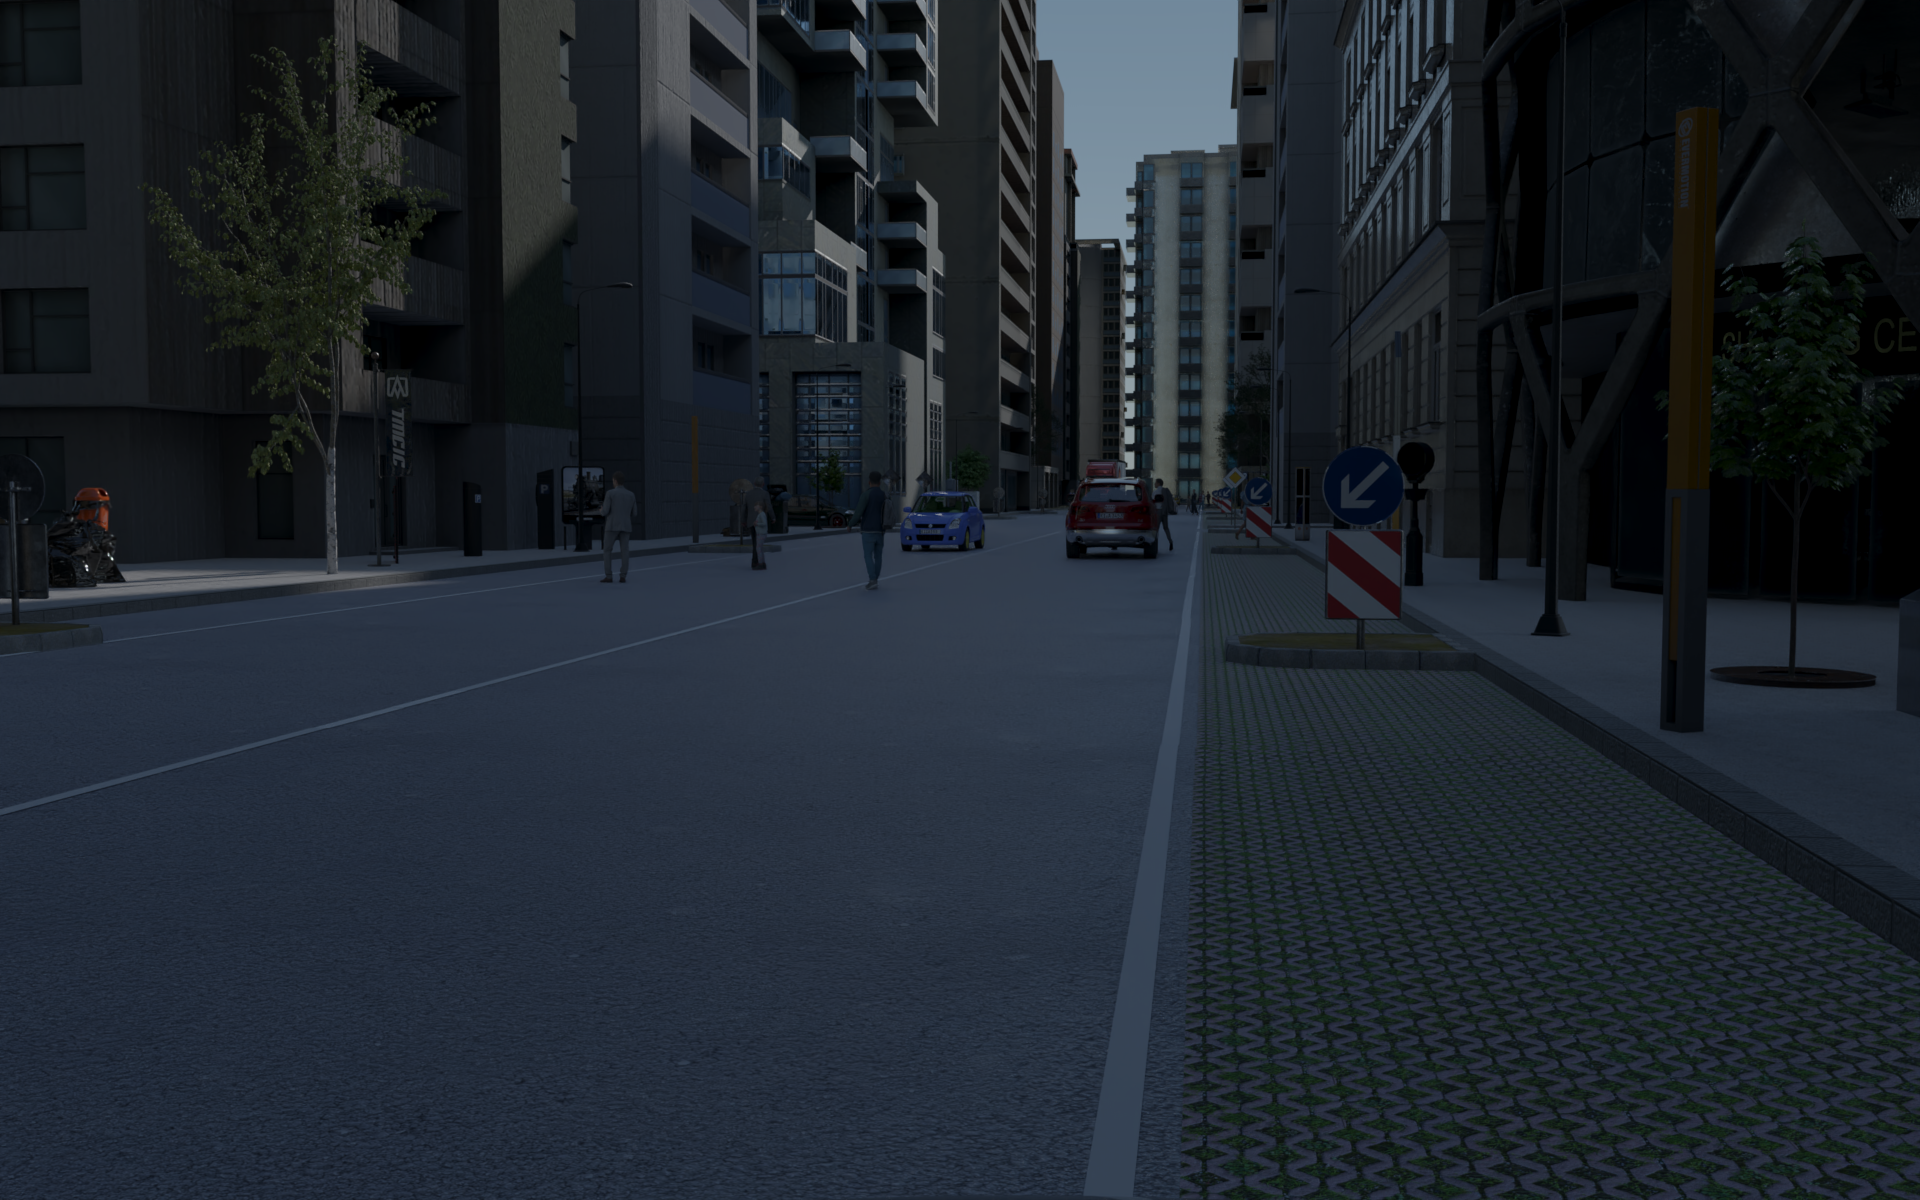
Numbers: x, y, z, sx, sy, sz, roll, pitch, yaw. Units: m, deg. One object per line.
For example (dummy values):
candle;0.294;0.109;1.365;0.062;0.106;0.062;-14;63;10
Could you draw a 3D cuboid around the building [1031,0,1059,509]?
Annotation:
building;-1.400;-44.102;159.325;20.563;71.187;20.611;0;4;8

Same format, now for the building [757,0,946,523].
building;-12.096;-47.409;87.803;22.319;86.520;31.000;0;4;8

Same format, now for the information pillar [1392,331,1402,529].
information pillar;6.234;-2.042;24.742;0.183;3.616;0.504;1;4;12

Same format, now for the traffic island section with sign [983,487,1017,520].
traffic island section with sign;2.215;-5.465;97.973;1.989;1.847;2.006;0;4;8

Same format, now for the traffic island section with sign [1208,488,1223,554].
traffic island section with sign;7.053;-2.022;41.686;1.989;1.847;2.006;0;4;8

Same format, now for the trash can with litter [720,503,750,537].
trash can with litter;-6.746;-2.486;52.026;1.055;1.170;0.624;2;4;30

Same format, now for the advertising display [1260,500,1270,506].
advertising display;16.851;-5.551;95.972;0.974;1.923;0.123;-2;4;-35

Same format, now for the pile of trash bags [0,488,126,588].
pile of trash bags;-13.032;-0.932;24.999;1.912;1.369;3.447;-1;4;-8

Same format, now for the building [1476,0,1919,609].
building;15.648;-9.528;23.233;16.820;18.784;16.811;0;4;8

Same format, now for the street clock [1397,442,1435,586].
street clock;6.339;-1.196;24.129;0.358;2.002;0.471;-3;5;-43

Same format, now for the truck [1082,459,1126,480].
truck;11.924;-9.365;142.028;2.839;4.237;11.283;1;4;10

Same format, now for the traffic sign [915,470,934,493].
traffic sign;-1.511;-4.278;73.589;0.795;2.450;0.064;0;4;8

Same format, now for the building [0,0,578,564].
building;-17.495;-16.239;37.212;14.160;30.474;14.107;0;4;8

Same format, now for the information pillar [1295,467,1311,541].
information pillar;9.405;-2.631;47.516;0.304;2.012;0.304;-3;5;-43

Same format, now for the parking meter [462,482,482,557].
parking meter;-10.034;-1.666;35.649;0.372;1.533;0.369;0;3;0

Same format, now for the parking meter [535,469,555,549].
parking meter;-9.624;-2.108;40.178;0.399;1.863;0.255;0;4;-2

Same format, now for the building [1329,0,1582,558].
building;18.876;-13.083;47.183;16.112;22.955;30.059;0;4;8

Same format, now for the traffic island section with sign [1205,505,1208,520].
traffic island section with sign;14.780;-5.389;96.739;1.989;1.847;2.006;0;4;8

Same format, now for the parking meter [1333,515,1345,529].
parking meter;10.565;-2.600;48.229;0.255;1.863;0.399;2;4;24

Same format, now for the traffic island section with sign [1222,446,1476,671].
traffic island section with sign;3.309;-0.389;14.991;1.989;1.847;2.006;0;4;8

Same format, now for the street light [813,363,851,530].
street light;-4.550;-5.454;61.712;1.470;5.913;1.316;0;4;8

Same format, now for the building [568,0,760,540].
building;-21.521;-31.481;56.708;28.212;58.520;21.231;0;4;8

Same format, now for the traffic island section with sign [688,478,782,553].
traffic island section with sign;-5.507;-2.098;42.930;1.989;1.847;2.006;0;4;8

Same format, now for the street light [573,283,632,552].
street light;-7.886;-4.020;38.274;1.470;5.913;1.316;0;4;8

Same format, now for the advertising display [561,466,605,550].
advertising display;-8.645;-2.112;39.753;0.974;1.923;0.123;-1;4;-20

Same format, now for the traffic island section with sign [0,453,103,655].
traffic island section with sign;-9.259;-0.465;16.226;1.989;1.847;2.006;0;4;8

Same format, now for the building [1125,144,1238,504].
building;38.366;-37.920;239.599;30.456;49.044;23.786;0;4;8

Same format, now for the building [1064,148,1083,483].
building;1.508;-34.217;214.079;28.867;44.769;22.147;0;4;8

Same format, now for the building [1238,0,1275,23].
building;33.632;-32.724;124.271;28.713;52.752;27.495;0;4;8

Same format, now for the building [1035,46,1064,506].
building;3.119;-32.227;177.025;14.600;45.320;14.200;0;4;8

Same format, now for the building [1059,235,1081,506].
building;5.820;-25.699;191.874;14.160;30.474;14.107;0;4;8

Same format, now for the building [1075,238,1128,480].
building;11.628;-33.998;247.747;23.993;40.220;32.217;0;4;8

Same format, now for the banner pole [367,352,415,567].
banner pole;-10.088;-2.486;30.660;0.863;3.779;0.401;0;4;-1

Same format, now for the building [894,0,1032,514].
building;-6.565;-30.523;122.760;21.300;48.544;21.600;0;4;8

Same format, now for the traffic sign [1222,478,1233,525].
traffic sign;11.255;-4.168;71.782;0.795;2.450;0.064;0;4;8

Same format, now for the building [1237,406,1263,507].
building;37.748;-33.149;165.686;21.300;48.544;21.600;0;4;8

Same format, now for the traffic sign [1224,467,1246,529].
traffic sign;10.145;-3.684;63.875;0.795;2.450;0.064;0;4;8

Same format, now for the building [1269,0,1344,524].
building;28.669;-32.709;76.796;28.212;58.520;21.231;0;4;8

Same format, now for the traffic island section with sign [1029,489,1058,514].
traffic island section with sign;6.038;-7.129;125.187;1.989;1.847;2.006;0;4;8

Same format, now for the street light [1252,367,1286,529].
street light;11.555;-5.569;63.592;1.470;5.913;1.316;0;4;8

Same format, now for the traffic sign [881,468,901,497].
traffic sign;-2.621;-3.794;65.681;0.795;2.450;0.064;0;4;8
